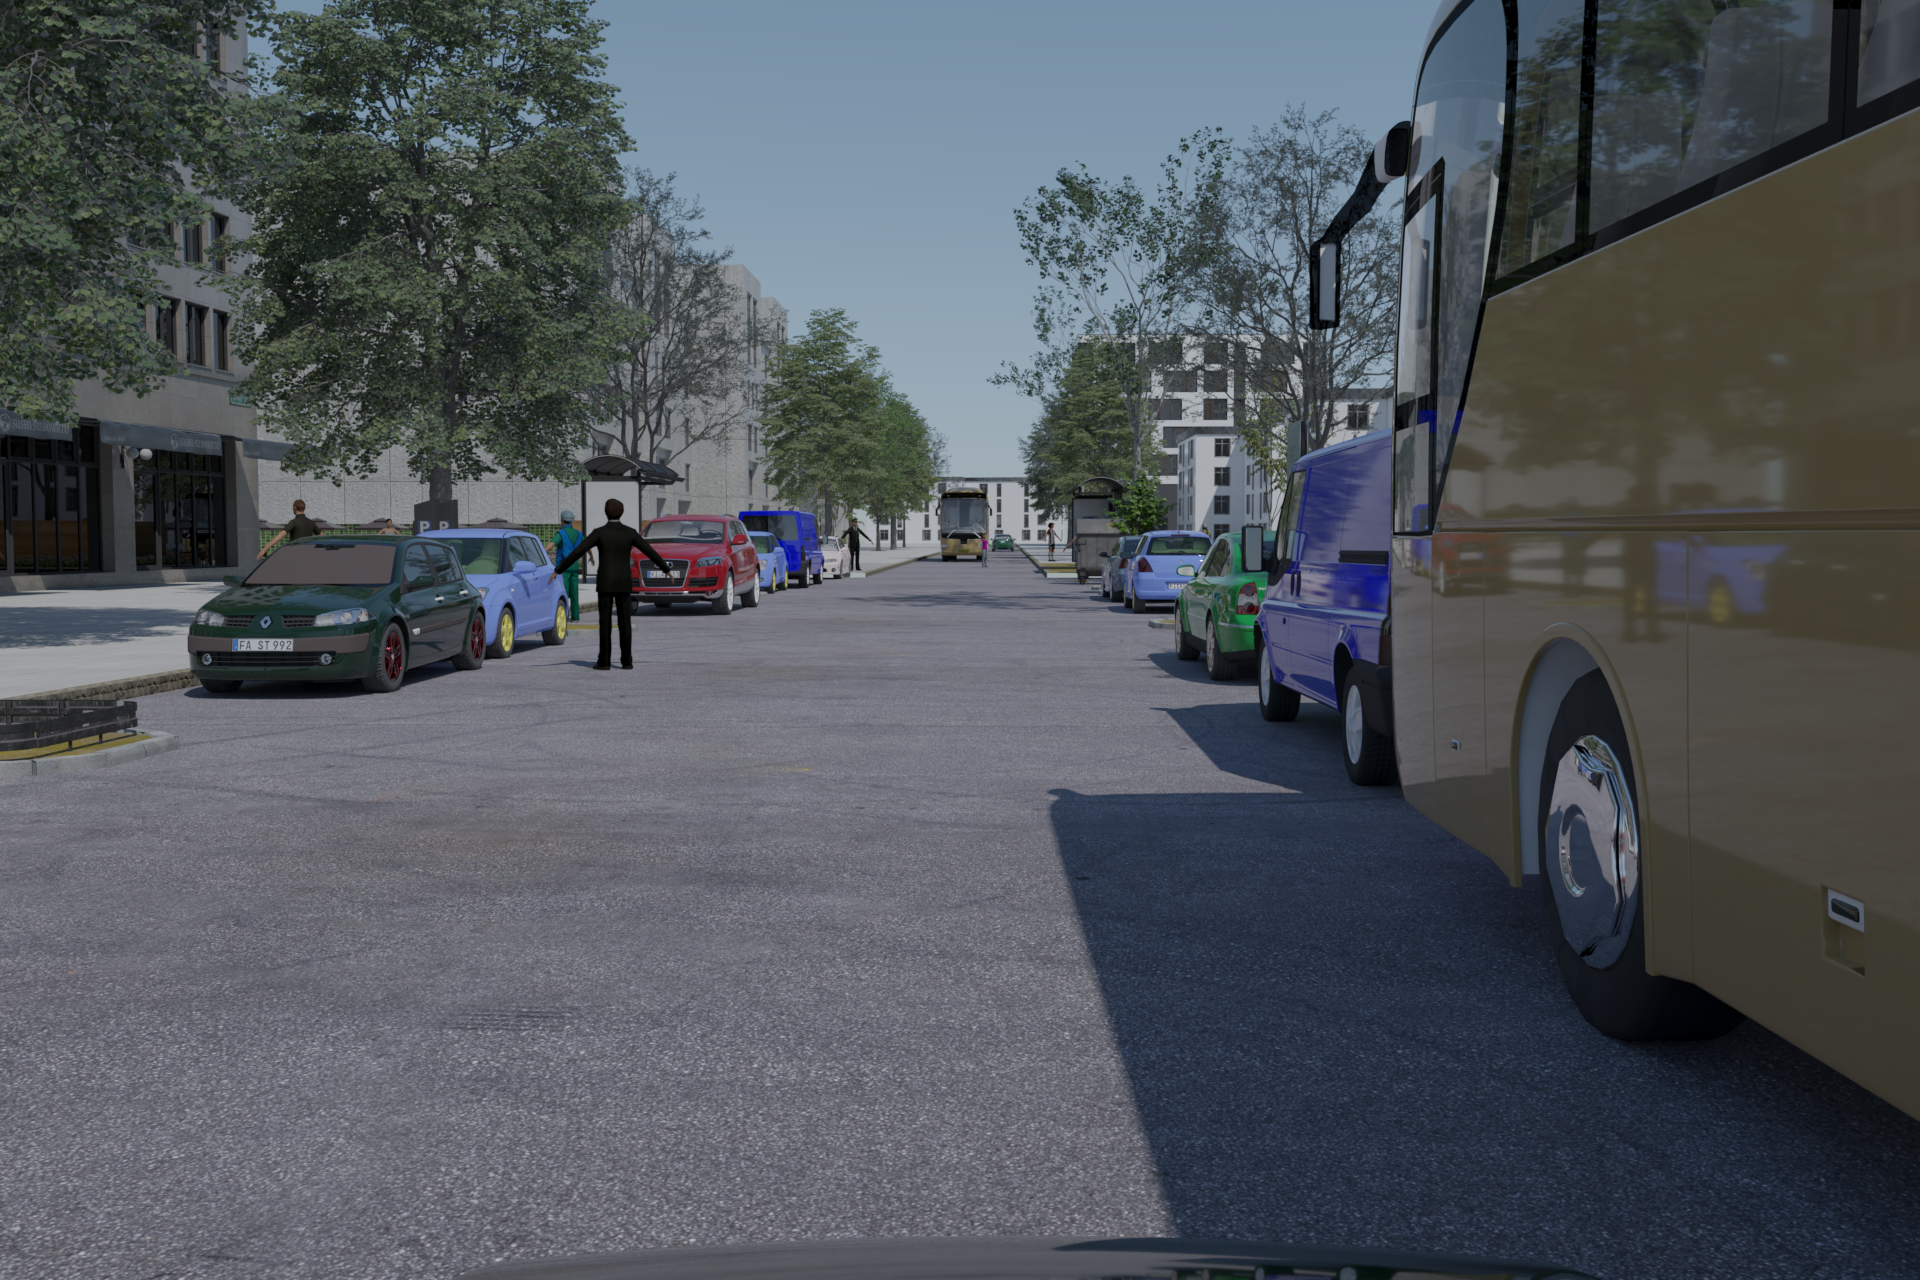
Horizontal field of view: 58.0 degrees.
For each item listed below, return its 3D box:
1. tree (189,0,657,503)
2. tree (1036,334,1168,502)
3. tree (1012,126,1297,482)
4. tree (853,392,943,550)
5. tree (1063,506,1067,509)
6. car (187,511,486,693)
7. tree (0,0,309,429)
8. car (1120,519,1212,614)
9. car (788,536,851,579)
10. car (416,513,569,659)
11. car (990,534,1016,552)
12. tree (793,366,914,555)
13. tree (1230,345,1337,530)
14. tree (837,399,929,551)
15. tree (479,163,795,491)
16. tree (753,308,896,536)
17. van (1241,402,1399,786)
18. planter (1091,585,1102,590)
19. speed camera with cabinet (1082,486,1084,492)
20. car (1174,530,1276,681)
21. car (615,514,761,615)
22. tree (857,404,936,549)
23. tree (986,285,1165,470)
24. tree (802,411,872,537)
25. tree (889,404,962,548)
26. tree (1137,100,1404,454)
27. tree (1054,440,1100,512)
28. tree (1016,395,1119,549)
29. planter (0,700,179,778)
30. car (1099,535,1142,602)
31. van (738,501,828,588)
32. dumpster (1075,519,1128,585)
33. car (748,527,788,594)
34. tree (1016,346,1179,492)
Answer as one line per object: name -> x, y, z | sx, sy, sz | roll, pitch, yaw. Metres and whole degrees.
tree -> -10.863, -7.919, 36.132 | 9.857, 13.997, 8.962 | 0, 3, 0
tree -> 8.025, -11.065, 99.042 | 7.486, 12.596, 7.792 | 0, 3, 0
tree -> 9.625, -13.687, 79.678 | 12.611, 20.169, 13.585 | 0, 3, 0
tree -> -5.150, -13.478, 138.500 | 7.486, 12.596, 7.792 | 0, 3, 0
tree -> 10.380, -12.810, 159.808 | 4.737, 8.622, 4.395 | 0, 3, 0
car -> -5.948, -0.435, 16.900 | 2.009, 1.686, 4.222 | 0, 4, 1
tree -> -12.058, -6.876, 19.086 | 9.857, 13.997, 8.962 | 0, 3, 0
car -> 3.982, -1.397, 32.433 | 1.945, 1.707, 3.694 | 0, 4, 2
car -> -4.621, -2.700, 56.499 | 2.083, 1.381, 4.827 | 0, 4, 2
car -> -6.000, -0.701, 21.054 | 1.945, 1.707, 3.694 | 0, 4, 2
car -> 3.525, -7.962, 141.981 | 2.131, 1.459, 4.920 | 0, 4, 2
tree -> -6.678, -11.021, 105.954 | 9.928, 11.665, 9.643 | 0, 3, 0
tree -> 12.319, -7.166, 67.525 | 4.737, 8.622, 4.395 | 0, 3, 0
tree -> -6.037, -12.440, 129.155 | 9.928, 11.665, 9.643 | 0, 3, 0
tree -> -10.639, -8.956, 56.804 | 12.009, 13.543, 11.850 | 0, 3, 0
tree -> -6.864, -10.331, 87.047 | 7.486, 12.596, 7.792 | 0, 3, 0
van -> 3.210, -0.435, 11.493 | 2.240, 2.365, 5.245 | 0, 4, 1
planter -> 4.398, -1.438, 44.646 | 1.991, 0.319, 1.994 | 0, 4, 2
speed camera with cabinet -> 5.213, -4.637, 70.152 | 0.660, 3.252, 2.038 | 0, 4, 0
car -> 3.339, -0.581, 18.297 | 1.959, 1.807, 4.718 | 0, 4, 0
car -> -5.010, -1.448, 32.350 | 2.281, 1.827, 5.304 | 0, 4, 2
tree -> -5.711, -14.196, 150.238 | 7.486, 12.596, 7.792 | 0, 3, 0
tree -> 8.576, -16.960, 133.177 | 12.611, 20.169, 13.585 | 0, 3, 0
tree -> -6.929, -8.943, 96.582 | 4.737, 8.622, 4.395 | 0, 3, 0
tree -> -5.289, -15.442, 162.839 | 12.009, 13.543, 11.850 | 0, 3, 0
tree -> 10.084, -8.477, 48.965 | 12.009, 13.543, 11.850 | 0, 3, 0
tree -> 8.808, -10.579, 123.336 | 4.737, 8.622, 4.395 | 0, 3, 0
tree -> 9.478, -14.883, 149.995 | 9.857, 13.997, 8.962 | 0, 3, 0
planter -> -6.208, 0.616, 11.071 | 1.991, 0.319, 1.994 | 0, 4, 1
car -> 4.065, -1.578, 37.801 | 2.014, 1.417, 4.499 | 0, 4, 1
van -> -4.888, -2.634, 47.453 | 2.240, 2.365, 5.245 | 0, 4, 2
dumpster -> 4.168, -2.507, 49.200 | 1.865, 1.857, 1.264 | 0, 4, 1
car -> -5.252, -2.021, 42.639 | 1.945, 1.707, 3.694 | 0, 4, 1
tree -> 8.740, -12.335, 112.041 | 12.009, 13.543, 11.850 | 0, 3, 0
